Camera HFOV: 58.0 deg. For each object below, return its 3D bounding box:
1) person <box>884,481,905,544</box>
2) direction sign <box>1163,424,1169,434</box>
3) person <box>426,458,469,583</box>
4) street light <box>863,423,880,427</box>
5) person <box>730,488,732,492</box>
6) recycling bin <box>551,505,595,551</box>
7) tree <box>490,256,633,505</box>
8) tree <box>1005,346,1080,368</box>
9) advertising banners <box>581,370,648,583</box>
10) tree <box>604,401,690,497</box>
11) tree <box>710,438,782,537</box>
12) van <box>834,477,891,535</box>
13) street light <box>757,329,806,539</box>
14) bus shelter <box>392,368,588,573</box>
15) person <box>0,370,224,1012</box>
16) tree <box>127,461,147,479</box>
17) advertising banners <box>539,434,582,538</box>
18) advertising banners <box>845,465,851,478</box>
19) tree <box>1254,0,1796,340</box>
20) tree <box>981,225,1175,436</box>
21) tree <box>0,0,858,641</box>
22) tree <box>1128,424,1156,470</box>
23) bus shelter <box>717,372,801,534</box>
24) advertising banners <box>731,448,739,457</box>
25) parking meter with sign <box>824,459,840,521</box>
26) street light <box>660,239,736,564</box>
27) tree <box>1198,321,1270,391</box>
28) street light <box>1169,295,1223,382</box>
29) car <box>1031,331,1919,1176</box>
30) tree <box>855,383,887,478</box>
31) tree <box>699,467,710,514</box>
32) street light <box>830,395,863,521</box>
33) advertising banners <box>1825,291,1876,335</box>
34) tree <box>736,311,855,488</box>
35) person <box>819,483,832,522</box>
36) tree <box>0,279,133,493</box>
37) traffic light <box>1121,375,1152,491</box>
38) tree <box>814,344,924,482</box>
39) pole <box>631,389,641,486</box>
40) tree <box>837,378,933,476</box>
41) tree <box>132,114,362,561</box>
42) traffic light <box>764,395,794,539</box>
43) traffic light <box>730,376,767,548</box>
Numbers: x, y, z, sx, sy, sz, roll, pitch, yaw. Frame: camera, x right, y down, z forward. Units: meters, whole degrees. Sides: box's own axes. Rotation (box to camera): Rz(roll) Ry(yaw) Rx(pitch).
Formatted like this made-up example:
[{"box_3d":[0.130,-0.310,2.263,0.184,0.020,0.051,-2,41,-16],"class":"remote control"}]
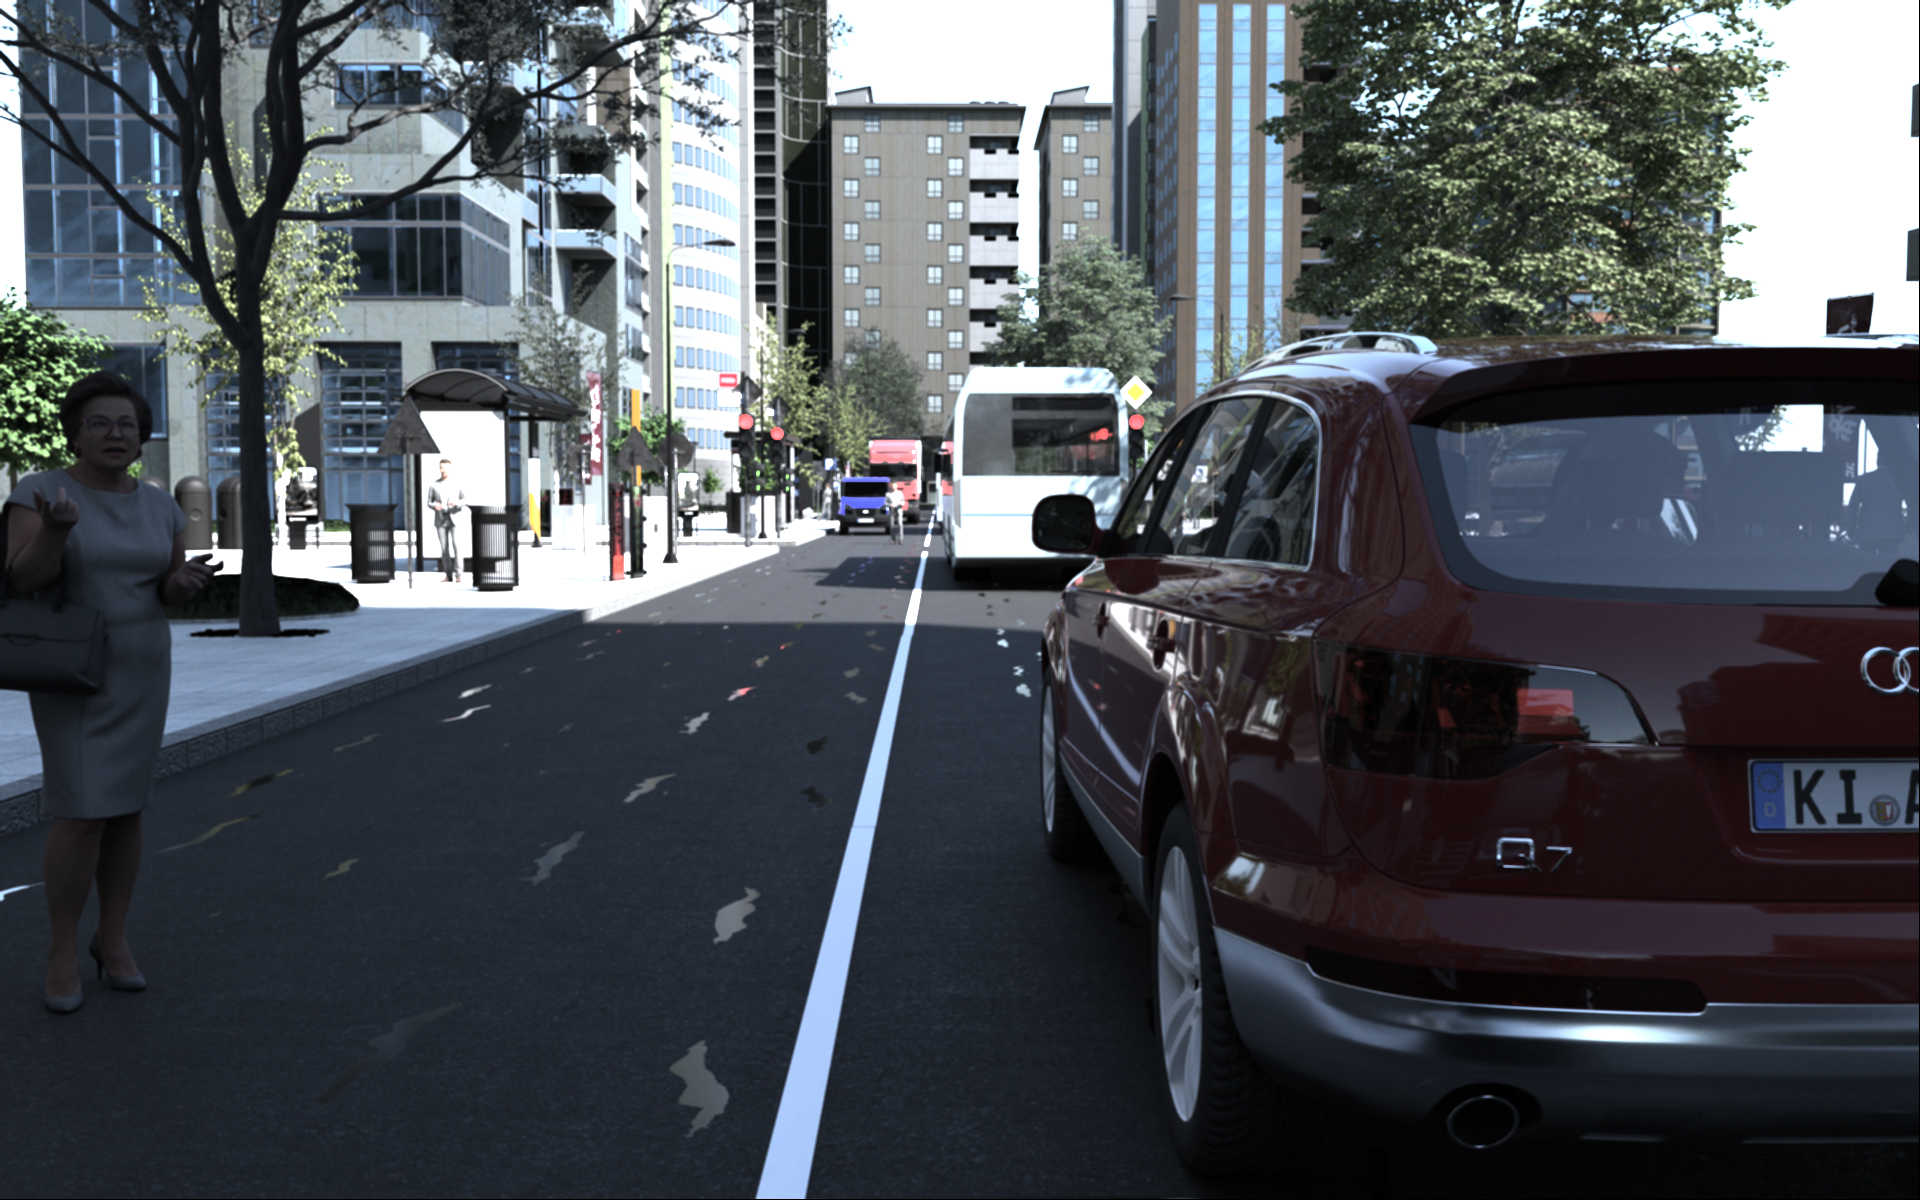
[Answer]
[{"box_3d":[-1.868,-2.505,49.658,0.606,1.804,0.583,-1,4,-10],"class":"person"},{"box_3d":[6.892,-3.948,56.542,0.379,3.537,0.876,3,5,43],"class":"direction sign"},{"box_3d":[-7.407,-1.146,24.979,0.606,1.804,0.583,0,4,-7],"class":"person"},{"box_3d":[-5.901,-8.652,113.999,1.470,5.913,1.316,0,4,-1],"class":"street light"},{"box_3d":[-16.983,-7.496,129.264,0.551,1.740,0.621,-3,5,-44],"class":"person"},{"box_3d":[-8.762,-1.631,39.226,0.722,1.027,0.722,1,4,23],"class":"recycling bin"},{"box_3d":[-12.537,-6.381,54.686,4.360,8.622,3.978,0,3,0],"class":"tree"},{"box_3d":[6.015,-12.461,121.858,7.486,12.596,7.792,0,3,0],"class":"tree"},{"box_3d":[-5.050,-1.792,25.491,0.090,3.025,2.074,1,4,12],"class":"advertising banners"},{"box_3d":[-10.975,-4.742,61.240,4.285,4.588,4.351,0,3,0],"class":"tree"},{"box_3d":[-6.279,-3.527,52.262,1.663,3.219,1.824,0,3,0],"class":"tree"},{"box_3d":[-3.367,-3.541,62.287,2.240,2.365,5.245,0,4,-2],"class":"van"},{"box_3d":[-5.055,-4.676,48.995,1.470,5.913,1.316,0,4,-1],"class":"street light"},{"box_3d":[-8.120,-2.242,30.581,2.014,3.302,5.546,0,4,-1],"class":"bus shelter"},{"box_3d":[-2.450,0.244,4.867,0.532,1.782,0.716,3,4,37],"class":"person"},{"box_3d":[-28.348,-3.898,58.333,1.663,3.219,1.824,0,3,0],"class":"tree"},{"box_3d":[-11.508,-3.318,50.439,2.074,3.025,0.090,1,4,21],"class":"advertising banners"},{"box_3d":[-6.281,-6.646,104.853,0.090,3.025,2.074,3,4,38],"class":"advertising banners"},{"box_3d":[7.837,-6.518,24.691,7.486,12.596,7.792,0,3,0],"class":"tree"},{"box_3d":[5.759,-10.857,84.167,9.857,13.997,8.962,0,3,0],"class":"tree"},{"box_3d":[-6.376,-6.409,15.155,12.009,13.543,11.850,0,3,0],"class":"tree"},{"box_3d":[6.132,-5.117,67.373,4.285,4.588,4.351,0,3,0],"class":"tree"},{"box_3d":[-6.904,-5.009,59.528,2.179,5.291,8.768,0,4,-1],"class":"bus shelter"},{"box_3d":[-8.110,-4.274,66.067,0.090,3.025,2.074,-3,5,-43],"class":"advertising banners"},{"box_3d":[-6.195,-5.409,84.695,0.543,3.016,1.738,-1,4,-15],"class":"parking meter with sign"},{"box_3d":[-4.786,-3.619,31.706,1.470,5.913,1.316,0,4,-1],"class":"street light"},{"box_3d":[12.237,-7.573,74.187,4.737,8.622,4.395,0,3,0],"class":"tree"},{"box_3d":[5.581,-4.163,40.601,1.470,5.913,1.316,0,4,-1],"class":"street light"},{"box_3d":[1.403,0.211,5.219,2.281,1.827,5.304,0,4,-2],"class":"car"},{"box_3d":[-6.981,-9.778,110.229,4.737,8.622,4.395,0,3,0],"class":"tree"},{"box_3d":[-16.132,-7.185,112.071,1.663,3.219,1.824,0,3,0],"class":"tree"},{"box_3d":[-5.429,-6.654,81.339,1.470,5.913,1.316,0,4,-1],"class":"street light"},{"box_3d":[7.549,-1.211,15.995,0.090,3.025,2.074,-1,4,-19],"class":"advertising banners"},{"box_3d":[-7.015,-7.268,69.193,4.737,8.622,4.395,0,3,0],"class":"tree"},{"box_3d":[-6.253,-4.512,80.081,0.573,1.790,0.520,2,4,24],"class":"person"},{"box_3d":[-14.495,-2.627,26.667,4.285,4.588,4.351,0,3,0],"class":"tree"},{"box_3d":[4.140,-3.196,41.173,0.839,4.253,0.868,0,4,-1],"class":"traffic light"},{"box_3d":[-7.824,-14.760,147.986,9.857,13.997,8.962,0,3,0],"class":"tree"},{"box_3d":[-6.337,-2.449,33.883,0.158,3.312,0.155,0,3,0],"class":"pole"},{"box_3d":[-7.493,-15.049,163.057,9.611,12.733,9.660,0,3,0],"class":"tree"},{"box_3d":[-13.175,-5.045,32.848,4.737,8.622,4.395,0,3,0],"class":"tree"},{"box_3d":[-5.122,-3.676,49.025,0.839,4.253,0.868,0,4,-1],"class":"traffic light"},{"box_3d":[-5.020,-3.188,41.041,0.839,4.253,0.868,0,4,-1],"class":"traffic light"}]
